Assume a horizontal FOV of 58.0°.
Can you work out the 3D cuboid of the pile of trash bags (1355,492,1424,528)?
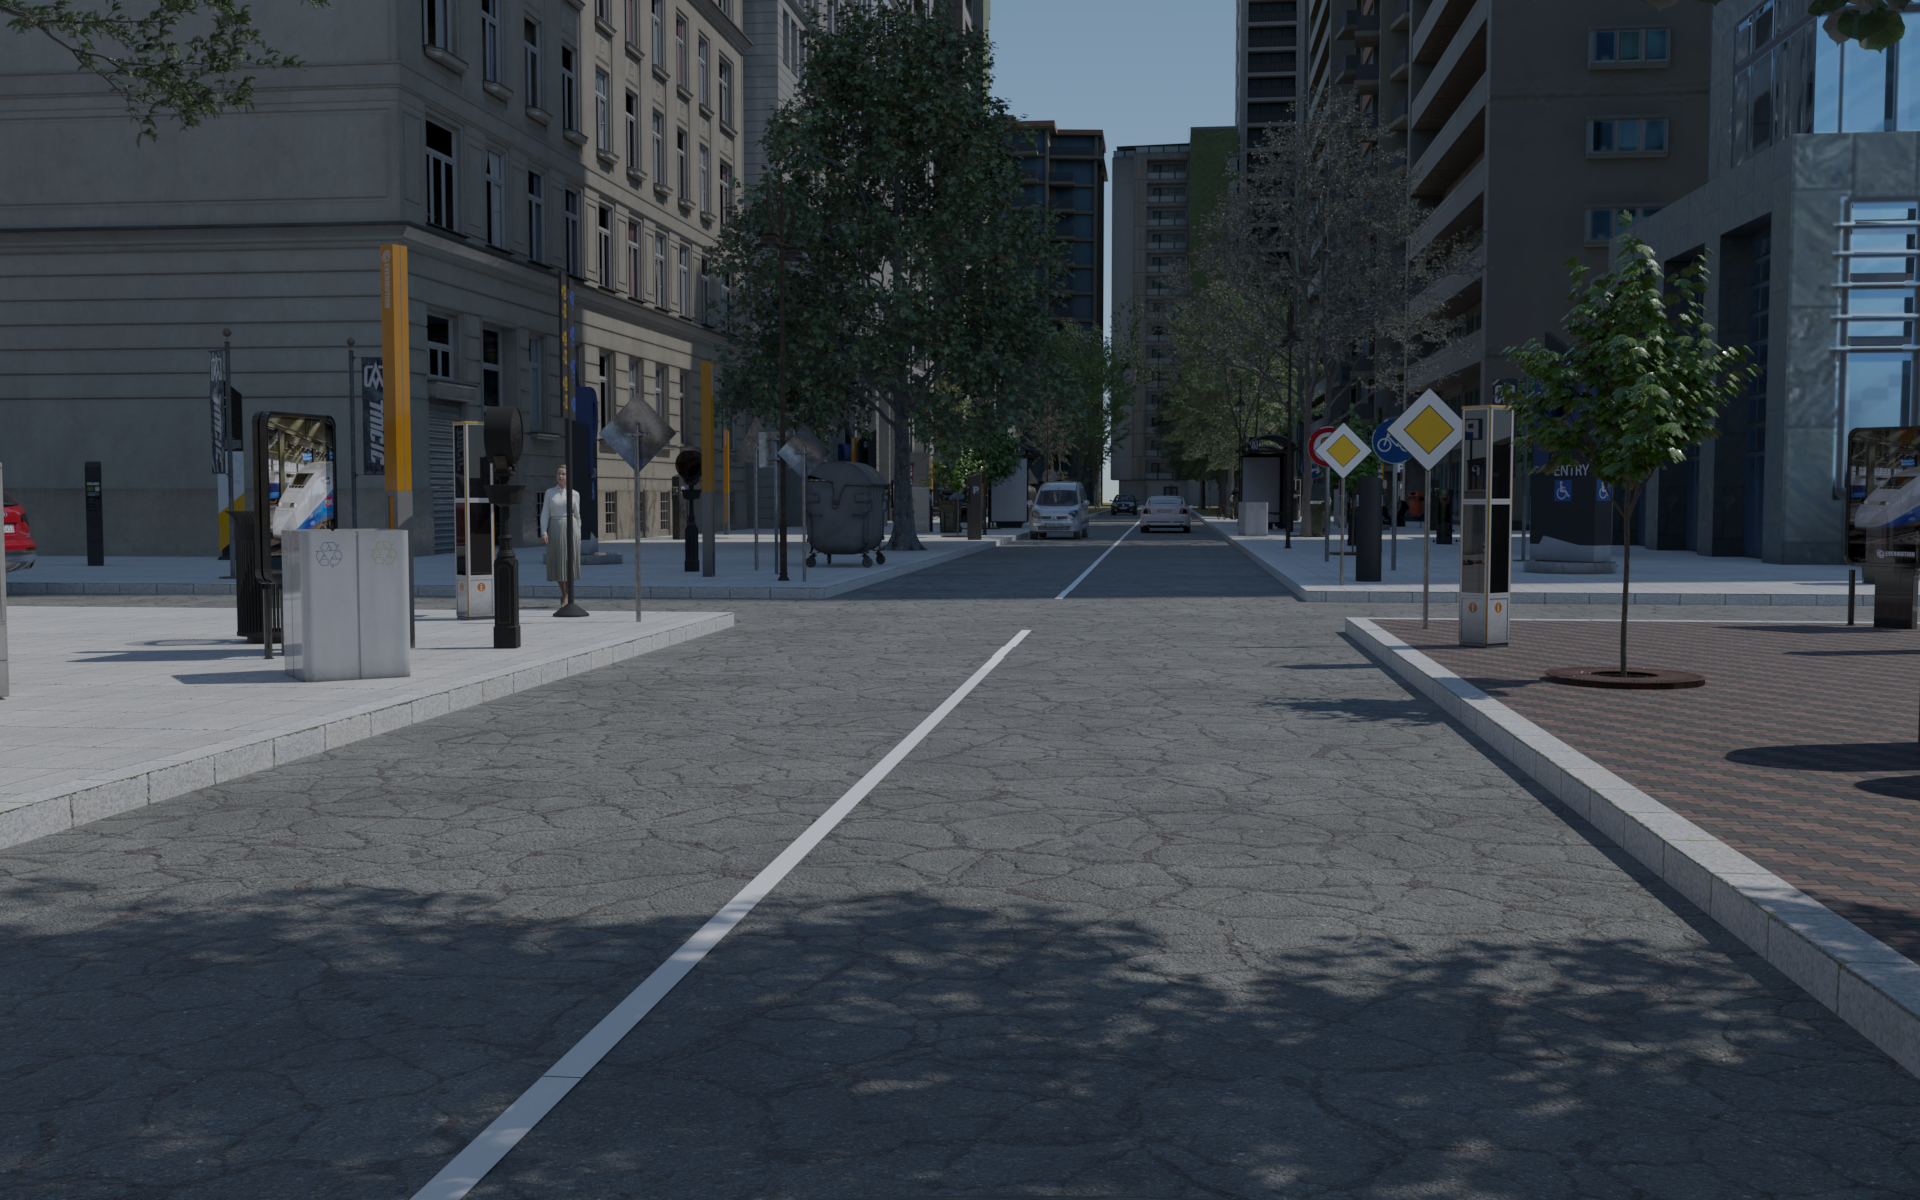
[{"bbox_3d":[16.820,-3.539,67.610,1.912,1.369,3.447,-2,4,-29],"label":"pile of trash bags"}]

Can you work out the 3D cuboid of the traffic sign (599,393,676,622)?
[{"bbox_3d":[-3.221,-0.836,17.311,0.795,2.450,0.064,0,4,7],"label":"traffic sign"}]

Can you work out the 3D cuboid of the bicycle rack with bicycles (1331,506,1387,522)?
[{"bbox_3d":[18.271,-3.977,78.411,2.925,0.926,2.852,1,4,18],"label":"bicycle rack with bicycles"}]

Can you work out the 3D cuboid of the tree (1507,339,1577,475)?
[{"bbox_3d":[12.802,-3.234,36.582,4.285,4.588,4.351,0,3,0],"label":"tree"}]

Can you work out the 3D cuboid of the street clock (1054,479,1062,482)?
[{"bbox_3d":[4.826,-4.921,85.023,0.471,2.002,0.358,-2,4,-31],"label":"street clock"}]

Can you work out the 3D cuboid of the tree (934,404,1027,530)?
[{"bbox_3d":[0.765,-4.867,63.292,4.285,4.588,4.351,0,3,0],"label":"tree"}]

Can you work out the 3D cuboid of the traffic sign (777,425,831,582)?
[{"bbox_3d":[-2.270,-1.321,25.240,0.795,2.450,0.064,0,4,7],"label":"traffic sign"}]

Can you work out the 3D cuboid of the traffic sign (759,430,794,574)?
[{"bbox_3d":[-2.931,-1.559,27.625,0.606,2.300,0.079,1,4,16],"label":"traffic sign"}]

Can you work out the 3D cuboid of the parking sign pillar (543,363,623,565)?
[{"bbox_3d":[-6.945,-2.649,31.785,1.447,3.967,1.447,0,4,-5],"label":"parking sign pillar"}]

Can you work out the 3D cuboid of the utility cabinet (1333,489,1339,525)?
[{"bbox_3d":[15.603,-3.829,71.291,0.318,1.500,1.173,1,4,21],"label":"utility cabinet"}]

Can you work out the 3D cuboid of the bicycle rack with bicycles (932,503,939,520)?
[{"bbox_3d":[-1.839,-4.410,85.490,2.925,0.926,2.852,-1,4,-17],"label":"bicycle rack with bicycles"}]

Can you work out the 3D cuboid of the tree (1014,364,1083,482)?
[{"bbox_3d":[5.137,-8.909,96.026,4.360,8.622,3.978,0,3,0],"label":"tree"}]

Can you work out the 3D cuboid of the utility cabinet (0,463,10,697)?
[{"bbox_3d":[-6.477,-0.112,10.511,1.173,1.500,0.318,-3,4,-37],"label":"utility cabinet"}]

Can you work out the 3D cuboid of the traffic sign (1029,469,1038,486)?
[{"bbox_3d":[3.541,-5.397,88.248,0.884,2.594,0.081,1,4,10],"label":"traffic sign"}]

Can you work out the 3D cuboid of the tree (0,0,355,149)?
[{"bbox_3d":[-6.047,-4.461,7.345,7.601,10.594,8.767,-1,4,-23],"label":"tree"}]

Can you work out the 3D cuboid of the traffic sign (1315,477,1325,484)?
[{"bbox_3d":[12.773,-3.801,62.146,0.884,2.594,0.081,1,4,12],"label":"traffic sign"}]

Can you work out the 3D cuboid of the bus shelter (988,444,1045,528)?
[{"bbox_3d":[2.103,-4.520,67.833,2.014,3.302,5.546,0,4,7],"label":"bus shelter"}]

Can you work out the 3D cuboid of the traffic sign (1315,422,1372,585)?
[{"bbox_3d":[5.367,-1.264,24.307,0.795,2.450,0.064,0,4,7],"label":"traffic sign"}]

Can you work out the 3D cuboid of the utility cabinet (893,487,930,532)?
[{"bbox_3d":[-1.599,-2.965,57.162,1.173,1.500,0.318,0,4,6],"label":"utility cabinet"}]

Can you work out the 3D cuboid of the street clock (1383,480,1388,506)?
[{"bbox_3d":[21.123,-5.010,86.486,0.471,2.002,0.358,-3,5,-44],"label":"street clock"}]

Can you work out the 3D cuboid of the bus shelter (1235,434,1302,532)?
[{"bbox_3d":[10.760,-4.090,60.788,2.014,3.302,5.546,0,4,7],"label":"bus shelter"}]

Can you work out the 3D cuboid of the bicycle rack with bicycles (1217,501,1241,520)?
[{"bbox_3d":[14.100,-4.438,85.936,2.852,0.926,2.925,0,4,-1],"label":"bicycle rack with bicycles"}]

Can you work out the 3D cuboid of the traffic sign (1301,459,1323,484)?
[{"bbox_3d":[11.977,-3.594,58.873,0.768,2.556,0.104,1,4,13],"label":"traffic sign"}]

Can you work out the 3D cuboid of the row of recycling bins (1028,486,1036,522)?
[{"bbox_3d":[3.069,-4.556,81.607,1.069,1.692,3.534,0,4,5],"label":"row of recycling bins"}]

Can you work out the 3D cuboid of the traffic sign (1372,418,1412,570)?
[{"bbox_3d":[7.287,-1.769,29.031,0.768,2.556,0.104,1,4,14],"label":"traffic sign"}]

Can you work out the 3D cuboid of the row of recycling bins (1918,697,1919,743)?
[{"bbox_3d":[5.399,-0.005,7.200,1.069,1.692,3.534,0,4,-6],"label":"row of recycling bins"}]

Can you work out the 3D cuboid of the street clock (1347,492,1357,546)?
[{"bbox_3d":[9.721,-2.340,42.827,0.471,2.002,0.358,-2,4,-26],"label":"street clock"}]

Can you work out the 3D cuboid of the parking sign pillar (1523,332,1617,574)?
[{"bbox_3d":[9.976,-2.432,28.241,1.447,3.967,1.447,-2,4,-31],"label":"parking sign pillar"}]

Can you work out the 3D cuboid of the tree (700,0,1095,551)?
[{"bbox_3d":[-1.407,-7.478,39.273,9.611,12.733,9.660,0,3,0],"label":"tree"}]

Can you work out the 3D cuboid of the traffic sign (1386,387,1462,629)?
[{"bbox_3d":[4.416,-0.779,16.378,0.795,2.450,0.064,0,4,7],"label":"traffic sign"}]

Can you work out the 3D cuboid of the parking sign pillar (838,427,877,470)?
[{"bbox_3d":[-4.129,-5.103,71.899,1.447,3.967,1.447,-1,4,-11],"label":"parking sign pillar"}]

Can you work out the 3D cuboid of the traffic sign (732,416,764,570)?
[{"bbox_3d":[-3.419,-1.776,29.040,0.884,2.594,0.081,1,4,15],"label":"traffic sign"}]

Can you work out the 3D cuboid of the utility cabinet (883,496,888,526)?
[{"bbox_3d":[-3.345,-3.575,69.605,0.306,1.237,1.020,-3,5,-42],"label":"utility cabinet"}]

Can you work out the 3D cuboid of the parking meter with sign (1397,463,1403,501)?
[{"bbox_3d":[24.577,-6.128,96.460,0.543,3.016,1.738,1,4,12],"label":"parking meter with sign"}]

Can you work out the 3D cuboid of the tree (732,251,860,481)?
[{"bbox_3d":[-4.393,-6.135,50.674,4.360,8.622,3.978,0,3,0],"label":"tree"}]

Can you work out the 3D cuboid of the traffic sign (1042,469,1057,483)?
[{"bbox_3d":[4.609,-5.451,89.225,0.768,2.556,0.104,0,4,8],"label":"traffic sign"}]

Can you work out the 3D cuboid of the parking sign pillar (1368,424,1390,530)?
[{"bbox_3d":[14.640,-4.485,61.803,1.447,3.967,1.447,1,4,17],"label":"parking sign pillar"}]

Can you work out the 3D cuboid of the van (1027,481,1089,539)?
[{"bbox_3d":[3.233,-3.002,56.096,2.013,2.044,4.112,1,4,9],"label":"van"}]

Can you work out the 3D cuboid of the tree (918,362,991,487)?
[{"bbox_3d":[-0.407,-7.960,80.501,4.737,8.622,4.395,0,3,0],"label":"tree"}]

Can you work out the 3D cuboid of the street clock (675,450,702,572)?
[{"bbox_3d":[-4.432,-1.469,28.589,0.471,2.002,0.358,1,4,18],"label":"street clock"}]

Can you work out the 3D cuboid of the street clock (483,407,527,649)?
[{"bbox_3d":[-3.776,-0.600,14.388,0.358,2.002,0.471,0,4,-2],"label":"street clock"}]

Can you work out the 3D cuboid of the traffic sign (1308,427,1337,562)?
[{"bbox_3d":[6.963,-2.000,32.801,0.768,2.556,0.104,0,4,8],"label":"traffic sign"}]
